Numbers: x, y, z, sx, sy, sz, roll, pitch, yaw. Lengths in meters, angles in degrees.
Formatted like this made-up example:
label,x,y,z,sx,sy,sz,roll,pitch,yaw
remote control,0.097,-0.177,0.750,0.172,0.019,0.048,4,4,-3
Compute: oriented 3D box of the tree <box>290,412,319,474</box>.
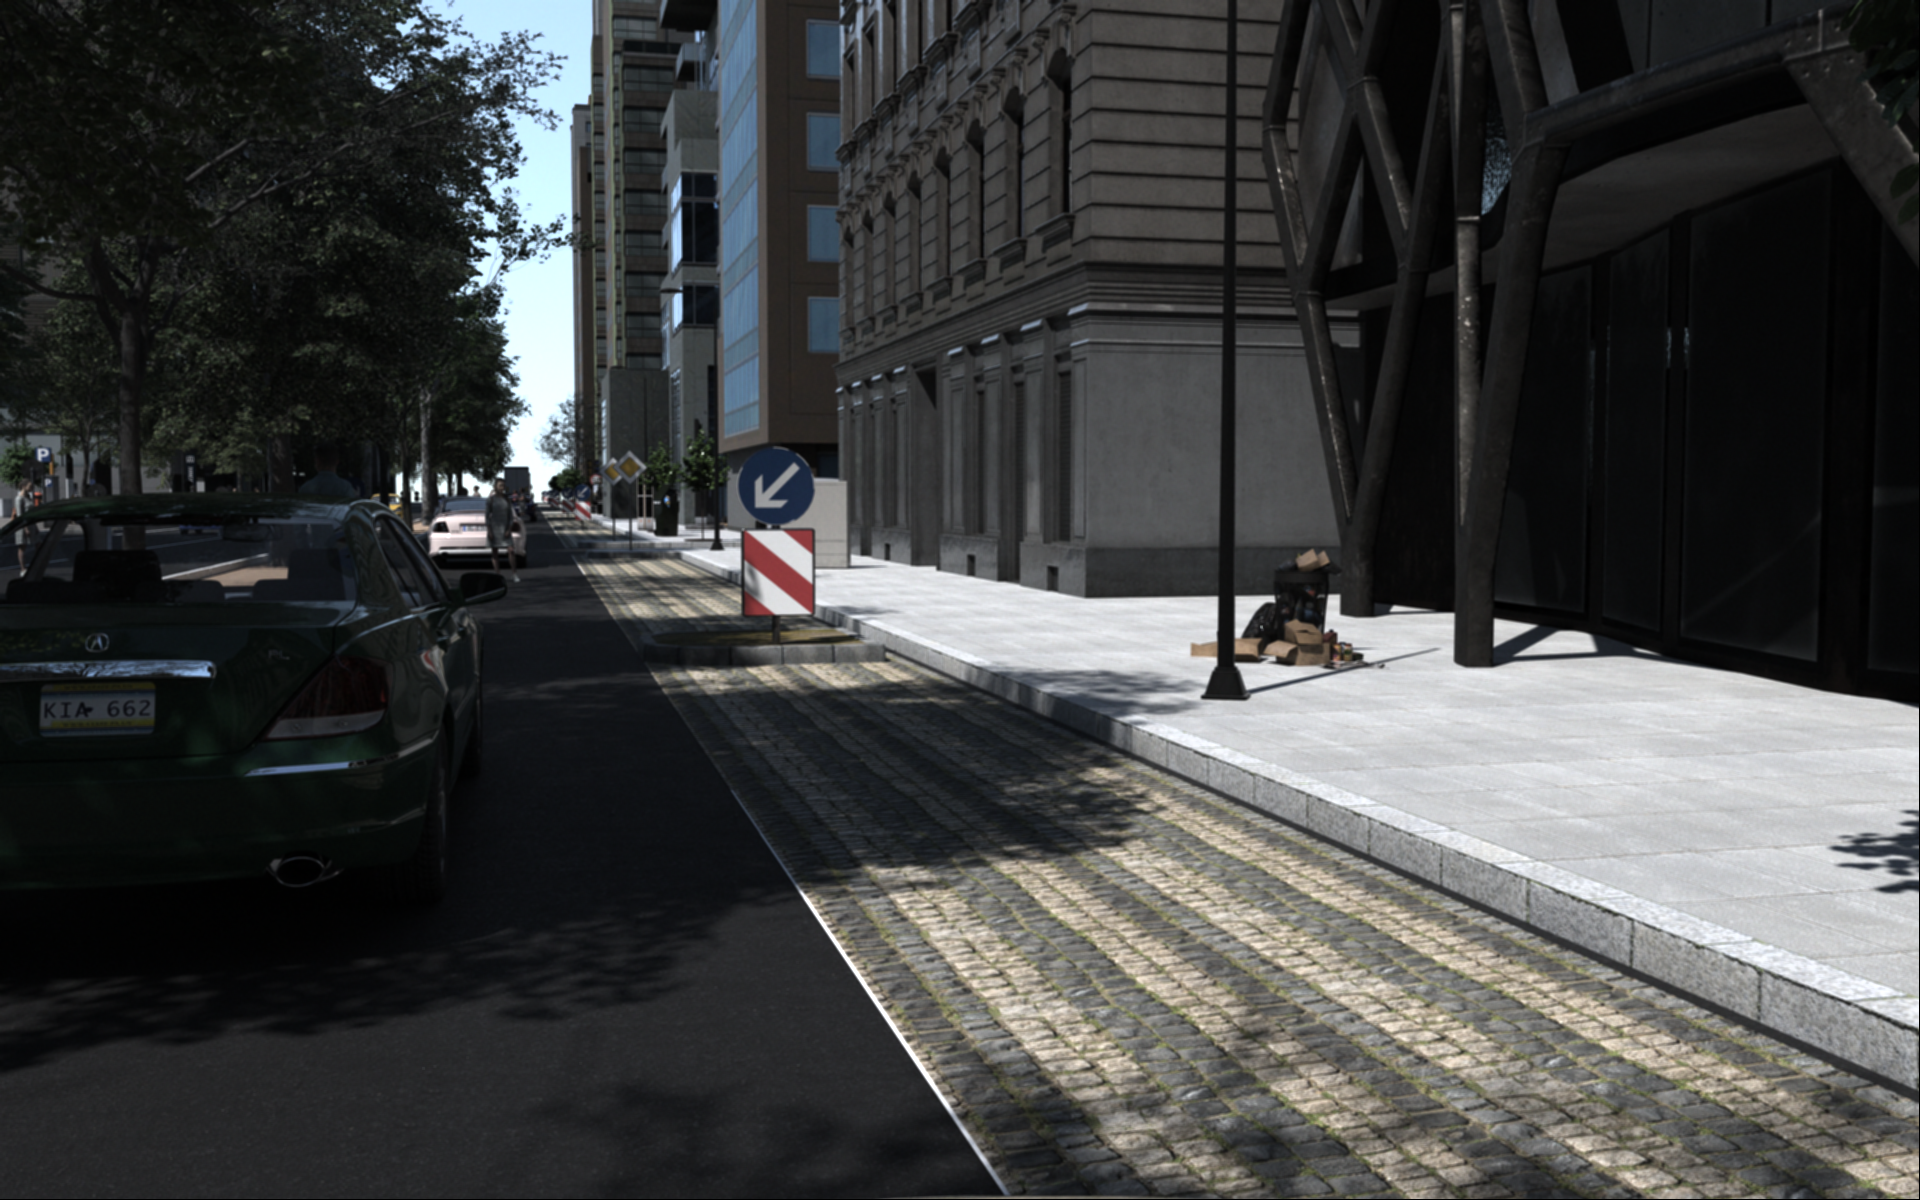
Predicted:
label,x,y,z,sx,sy,sz,roll,pitch,yaw
tree,-50.622,-11.035,130.780,4.360,8.622,3.978,0,3,0

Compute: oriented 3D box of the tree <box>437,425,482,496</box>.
label,x,y,z,sx,sy,sz,roll,pitch,yaw
tree,-31.136,-9.377,106.135,4.737,8.622,4.395,0,3,0

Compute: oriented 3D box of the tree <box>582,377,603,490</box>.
label,x,y,z,sx,sy,sz,roll,pitch,yaw
tree,-20.531,-9.322,102.784,4.360,8.622,3.978,0,3,0

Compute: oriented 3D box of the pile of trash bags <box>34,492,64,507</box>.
label,x,y,z,sx,sy,sz,roll,pitch,yaw
pile of trash bags,-50.541,-5.321,96.744,3.447,1.369,1.912,2,4,23

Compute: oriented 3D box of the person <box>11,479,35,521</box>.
label,x,y,z,sx,sy,sz,roll,pitch,yaw
person,-16.251,-1.263,30.160,0.522,1.701,0.512,0,4,-4

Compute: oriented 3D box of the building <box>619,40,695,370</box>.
label,x,y,z,sx,sy,sz,roll,pitch,yaw
building,-15.576,-21.033,115.586,14.160,30.474,14.107,-1,4,-14

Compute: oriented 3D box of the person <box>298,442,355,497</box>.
label,x,y,z,sx,sy,sz,roll,pitch,yaw
person,-5.032,-0.325,13.674,0.638,1.841,0.748,2,4,33

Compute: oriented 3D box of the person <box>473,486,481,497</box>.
label,x,y,z,sx,sy,sz,roll,pitch,yaw
person,-20.128,-3.852,71.822,0.599,1.781,0.374,2,4,32

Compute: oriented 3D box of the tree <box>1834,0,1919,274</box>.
label,x,y,z,sx,sy,sz,roll,pitch,yaw
tree,3.383,-1.224,3.723,4.285,4.588,4.351,0,3,0

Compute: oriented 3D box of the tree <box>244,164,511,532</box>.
label,x,y,z,sx,sy,sz,roll,pitch,yaw
tree,-18.095,-7.691,53.962,9.928,11.665,9.643,0,3,0

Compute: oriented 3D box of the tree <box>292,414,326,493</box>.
label,x,y,z,sx,sy,sz,roll,pitch,yaw
tree,-51.607,-11.328,135.571,4.737,8.622,4.395,0,3,0

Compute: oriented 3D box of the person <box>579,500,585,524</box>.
label,x,y,z,sx,sy,sz,roll,pitch,yaw
person,-18.207,-4.567,83.745,0.524,1.755,0.480,-2,4,-25

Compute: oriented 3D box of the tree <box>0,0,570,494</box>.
label,x,y,z,sx,sy,sz,roll,pitch,yaw
tree,-9.958,-6.587,20.520,12.009,13.543,11.850,0,3,0

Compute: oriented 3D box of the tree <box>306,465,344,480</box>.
label,x,y,z,sx,sy,sz,roll,pitch,yaw
tree,-58.886,-10.820,160.614,4.285,4.588,4.351,0,3,0

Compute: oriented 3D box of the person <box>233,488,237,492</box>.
label,x,y,z,sx,sy,sz,roll,pitch,yaw
person,-39.843,-5.272,95.243,0.519,1.759,0.362,-3,5,-40

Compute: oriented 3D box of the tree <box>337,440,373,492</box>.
label,x,y,z,sx,sy,sz,roll,pitch,yaw
tree,-62.890,-14.047,180.023,4.360,8.622,3.978,0,3,0

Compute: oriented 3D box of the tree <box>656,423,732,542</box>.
label,x,y,z,sx,sy,sz,roll,pitch,yaw
tree,-7.108,-3.204,46.987,1.663,3.219,1.824,0,3,0

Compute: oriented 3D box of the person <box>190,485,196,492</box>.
label,x,y,z,sx,sy,sz,roll,pitch,yaw
person,-32.827,-4.017,74.347,0.590,1.801,0.661,-2,4,-33

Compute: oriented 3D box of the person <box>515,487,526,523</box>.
label,x,y,z,sx,sy,sz,roll,pitch,yaw
person,-21.684,-4.685,85.453,0.532,1.782,0.716,-1,4,-15

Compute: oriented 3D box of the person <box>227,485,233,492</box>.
label,x,y,z,sx,sy,sz,roll,pitch,yaw
person,-24.839,-3.016,58.490,0.598,1.740,0.731,2,4,24

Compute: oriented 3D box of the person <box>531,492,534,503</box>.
label,x,y,z,sx,sy,sz,roll,pitch,yaw
person,-66.715,-15.932,269.788,0.445,1.727,0.742,3,5,44

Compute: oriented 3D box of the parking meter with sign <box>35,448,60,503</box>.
label,x,y,z,sx,sy,sz,roll,pitch,yaw
parking meter with sign,-34.519,-4.254,65.809,0.543,3.016,1.738,-1,4,-11

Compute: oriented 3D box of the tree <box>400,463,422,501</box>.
label,x,y,z,sx,sy,sz,roll,pitch,yaw
tree,-84.597,-19.380,267.220,4.360,8.622,3.978,0,3,0

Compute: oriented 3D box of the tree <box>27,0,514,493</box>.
label,x,y,z,sx,sy,sz,roll,pitch,yaw
tree,-13.308,-7.623,33.756,9.857,13.997,8.962,0,3,0

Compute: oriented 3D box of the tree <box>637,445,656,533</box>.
label,x,y,z,sx,sy,sz,roll,pitch,yaw
tree,-10.129,-3.883,58.089,1.663,3.219,1.824,0,3,0

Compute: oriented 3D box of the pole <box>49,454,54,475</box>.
label,x,y,z,sx,sy,sz,roll,pitch,yaw
pole,-46.151,-5.763,88.070,0.158,3.312,0.155,0,3,0

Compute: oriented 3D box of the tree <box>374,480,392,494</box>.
label,x,y,z,sx,sy,sz,roll,pitch,yaw
tree,-73.244,-13.762,219.608,1.663,3.219,1.824,0,3,0

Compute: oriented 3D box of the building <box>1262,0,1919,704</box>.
label,x,y,z,sx,sy,sz,roll,pitch,yaw
building,11.831,-8.922,13.324,16.820,18.784,16.811,-1,4,-14

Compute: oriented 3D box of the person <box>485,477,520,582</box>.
label,x,y,z,sx,sy,sz,roll,pitch,yaw
person,-7.497,-1.147,28.258,0.512,1.701,0.522,-2,4,-32

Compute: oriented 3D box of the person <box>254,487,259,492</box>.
label,x,y,z,sx,sy,sz,roll,pitch,yaw
person,-38.670,-5.288,95.202,0.529,1.795,0.600,-3,4,-38

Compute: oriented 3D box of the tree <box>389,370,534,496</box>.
label,x,y,z,sx,sy,sz,roll,pitch,yaw
tree,-33.039,-11.906,114.125,9.611,12.733,9.660,0,3,0

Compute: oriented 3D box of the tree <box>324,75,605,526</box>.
label,x,y,z,sx,sy,sz,roll,pitch,yaw
tree,-22.551,-13.350,76.612,12.611,20.169,13.585,0,3,0

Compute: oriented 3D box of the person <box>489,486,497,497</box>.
label,x,y,z,sx,sy,sz,roll,pitch,yaw
person,-17.619,-3.485,66.074,0.643,1.750,0.593,3,4,36

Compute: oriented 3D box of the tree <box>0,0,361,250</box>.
label,x,y,z,sx,sy,sz,roll,pitch,yaw
tree,-7.617,-5.530,11.002,7.486,12.596,7.792,0,3,0

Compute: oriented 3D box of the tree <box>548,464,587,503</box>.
label,x,y,z,sx,sy,sz,roll,pitch,yaw
tree,-42.265,-12.521,188.424,4.285,4.588,4.351,0,3,0

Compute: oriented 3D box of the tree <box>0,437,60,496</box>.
label,x,y,z,sx,sy,sz,roll,pitch,yaw
tree,-53.666,-7.087,99.590,4.285,4.588,4.351,0,3,0

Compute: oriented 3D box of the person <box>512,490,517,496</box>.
label,x,y,z,sx,sy,sz,roll,pitch,yaw
person,-34.119,-7.540,132.497,1.217,1.743,0.721,2,4,31

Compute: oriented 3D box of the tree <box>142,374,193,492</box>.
label,x,y,z,sx,sy,sz,roll,pitch,yaw
tree,-46.317,-9.210,100.946,4.737,8.622,4.395,0,3,0

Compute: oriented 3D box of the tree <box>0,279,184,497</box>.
label,x,y,z,sx,sy,sz,roll,pitch,yaw
tree,-36.454,-8.437,72.353,7.601,10.594,8.767,0,4,-6

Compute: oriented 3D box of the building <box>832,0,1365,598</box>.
label,x,y,z,sx,sy,sz,roll,pitch,yaw
building,3.939,-11.088,30.435,9.793,20.994,18.267,-1,4,-14

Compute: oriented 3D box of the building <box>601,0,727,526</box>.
label,x,y,z,sx,sy,sz,roll,pitch,yaw
building,-6.017,-47.226,84.821,22.319,86.520,31.000,-1,4,-14
